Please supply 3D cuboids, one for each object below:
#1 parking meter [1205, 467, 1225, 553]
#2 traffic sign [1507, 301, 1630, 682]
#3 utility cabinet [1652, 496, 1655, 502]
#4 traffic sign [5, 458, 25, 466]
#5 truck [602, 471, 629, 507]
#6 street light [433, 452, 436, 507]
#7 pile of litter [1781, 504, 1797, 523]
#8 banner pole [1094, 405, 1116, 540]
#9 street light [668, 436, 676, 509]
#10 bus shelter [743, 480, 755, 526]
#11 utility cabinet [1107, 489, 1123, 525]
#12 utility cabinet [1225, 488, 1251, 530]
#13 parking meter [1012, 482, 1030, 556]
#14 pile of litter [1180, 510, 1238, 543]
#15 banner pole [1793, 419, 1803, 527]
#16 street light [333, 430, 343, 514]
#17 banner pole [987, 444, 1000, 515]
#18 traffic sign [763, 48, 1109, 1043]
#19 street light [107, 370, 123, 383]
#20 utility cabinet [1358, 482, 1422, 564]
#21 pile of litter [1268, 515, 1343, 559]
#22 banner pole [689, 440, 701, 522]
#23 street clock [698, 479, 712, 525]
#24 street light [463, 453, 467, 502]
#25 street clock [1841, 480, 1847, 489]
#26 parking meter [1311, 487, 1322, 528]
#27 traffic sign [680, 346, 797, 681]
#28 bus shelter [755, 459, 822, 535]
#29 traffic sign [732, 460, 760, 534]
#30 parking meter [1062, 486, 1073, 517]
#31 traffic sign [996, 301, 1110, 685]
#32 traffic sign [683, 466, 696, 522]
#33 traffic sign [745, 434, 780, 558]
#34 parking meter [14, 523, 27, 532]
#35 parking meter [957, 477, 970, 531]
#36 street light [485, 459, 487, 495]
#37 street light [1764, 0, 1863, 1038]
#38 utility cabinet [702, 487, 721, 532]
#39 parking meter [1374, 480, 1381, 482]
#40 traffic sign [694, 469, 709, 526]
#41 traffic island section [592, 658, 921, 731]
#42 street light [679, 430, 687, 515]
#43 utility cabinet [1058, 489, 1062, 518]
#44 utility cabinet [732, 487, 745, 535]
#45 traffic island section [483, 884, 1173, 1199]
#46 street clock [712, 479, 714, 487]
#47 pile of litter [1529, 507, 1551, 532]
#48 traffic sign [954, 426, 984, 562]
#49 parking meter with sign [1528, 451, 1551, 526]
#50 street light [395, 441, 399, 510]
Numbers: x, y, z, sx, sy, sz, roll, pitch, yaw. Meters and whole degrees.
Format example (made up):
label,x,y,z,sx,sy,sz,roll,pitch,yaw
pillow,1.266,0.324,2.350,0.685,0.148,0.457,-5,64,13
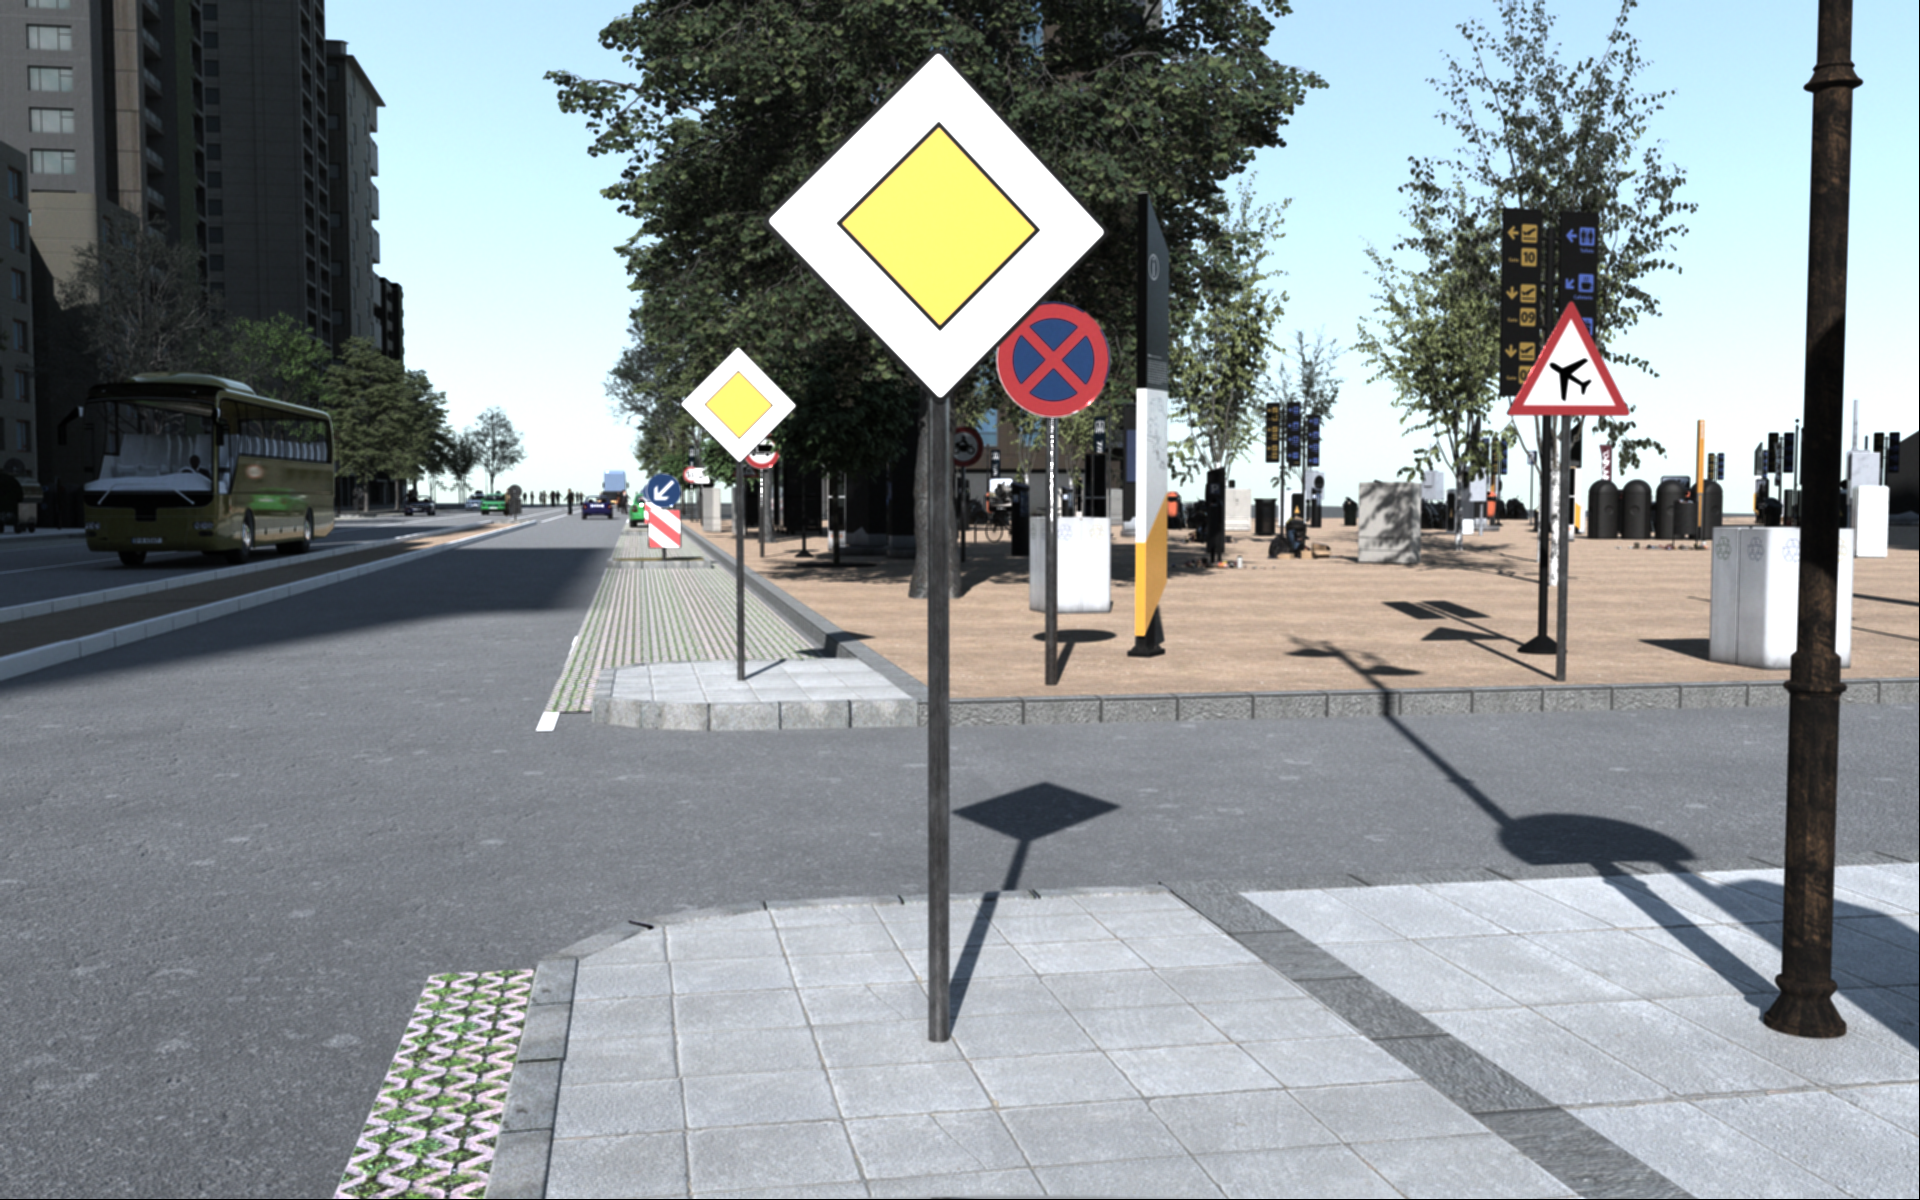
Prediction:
label,x,y,z,sx,sy,sz,roll,pitch,yaw
parking meter,5.536,-1.949,37.582,0.399,1.863,0.255,1,4,20
traffic sign,4.118,-0.721,11.799,0.884,2.594,0.081,-1,4,-9
utility cabinet,29.631,-3.874,74.499,0.306,1.237,1.020,2,4,29
traffic sign,-33.442,-3.742,61.288,0.768,2.556,0.104,0,4,-1
truck,-38.517,-12.365,191.918,2.967,4.110,18.799,-1,4,-9
street light,-50.207,-11.785,165.471,0.468,5.910,1.993,-1,4,-10
pile of litter,37.535,-3.940,78.391,1.719,0.858,1.176,-3,4,-36
banner pole,4.071,-3.614,49.102,0.401,3.779,0.863,-3,5,-40
street light,-22.025,-9.825,133.419,0.468,5.910,1.993,-1,4,-10
bus shelter,-8.501,-5.836,73.043,2.179,5.291,8.768,-1,4,-11
utility cabinet,6.262,-3.785,70.563,0.318,1.500,1.173,2,4,30
utility cabinet,9.590,-3.177,60.617,1.173,1.500,0.318,0,4,6
parking meter,1.264,-1.699,36.183,0.372,1.533,0.369,0,3,0
pile of litter,6.500,-1.959,45.991,1.719,0.858,1.176,3,5,42
banner pole,27.922,-4.124,57.449,0.401,3.779,0.863,-2,4,-27
street light,-40.288,-8.525,112.177,0.468,5.910,1.993,-1,4,-10
banner pole,1.614,-5.898,86.457,0.863,3.779,0.401,1,4,12
traffic sign,-0.053,-0.022,4.009,0.795,2.450,0.064,-1,4,-10
street light,-31.333,-5.603,64.399,0.468,5.910,1.993,-1,4,-10
utility cabinet,7.908,-1.418,31.863,0.318,1.500,1.173,-3,5,-40
pile of litter,6.915,-1.269,34.711,1.719,0.858,1.176,-1,4,-11
banner pole,-12.263,-5.493,79.828,0.401,3.779,0.863,-3,5,-43
street clock,-10.819,-4.183,72.963,0.471,2.002,0.358,-1,4,-14
street light,-55.191,-13.474,193.090,0.468,5.910,1.993,-1,4,-10
street clock,44.920,-5.095,87.873,0.358,2.002,0.471,-3,5,-43
parking meter,13.631,-3.536,66.227,0.372,1.533,0.369,0,3,0
traffic sign,-1.510,-0.503,11.861,0.795,2.450,0.064,-1,4,-10
bus shelter,-5.426,-4.930,58.234,2.179,5.291,8.768,-1,4,-11
traffic sign,-6.812,-3.366,55.045,0.884,2.594,0.081,0,4,-6
parking meter,3.512,-2.950,56.652,0.372,1.533,0.369,0,3,0
traffic sign,0.613,-0.701,11.568,0.768,2.556,0.104,0,4,-7
traffic sign,-12.260,-4.833,79.127,0.768,2.556,0.104,0,4,-6
traffic sign,-4.000,-2.132,34.966,0.768,2.556,0.104,-1,4,-9
parking meter,-32.058,-3.097,59.040,0.372,1.533,0.369,0,3,0
parking meter,0.120,-3.356,60.575,0.399,1.863,0.255,2,4,35
street light,-60.354,-15.165,220.737,0.468,5.910,1.993,-1,4,-10
street light,2.033,-1.908,3.989,0.468,5.910,1.993,-1,4,-10
utility cabinet,-8.364,-3.042,58.417,0.318,1.500,1.173,-2,4,-25
parking meter,17.411,-4.051,71.951,0.399,1.863,0.255,-1,4,-10
traffic sign,-10.232,-4.071,68.695,0.606,2.300,0.079,0,4,-5
traffic island section,-1.488,0.632,11.942,2.009,0.180,2.903,-1,4,-10
street light,-16.892,-8.137,105.827,0.468,5.910,1.993,-1,4,-10
utility cabinet,3.826,-3.648,68.324,0.318,1.500,1.173,-1,4,-13
utility cabinet,-6.911,-2.778,54.095,0.318,1.500,1.173,-1,4,-13
traffic island section,-0.031,1.113,4.091,2.009,0.180,2.903,-1,4,-10
street clock,-11.281,-4.488,77.943,0.471,2.002,0.358,3,5,44
pile of litter,19.882,-2.732,58.633,1.176,0.858,1.719,1,4,21
traffic sign,0.061,-1.984,32.552,0.768,2.556,0.104,0,4,-4
parking meter with sign,23.875,-4.516,70.090,1.738,3.016,0.543,-1,4,-14
street light,-45.407,-10.218,139.859,0.468,5.910,1.993,-1,4,-10
